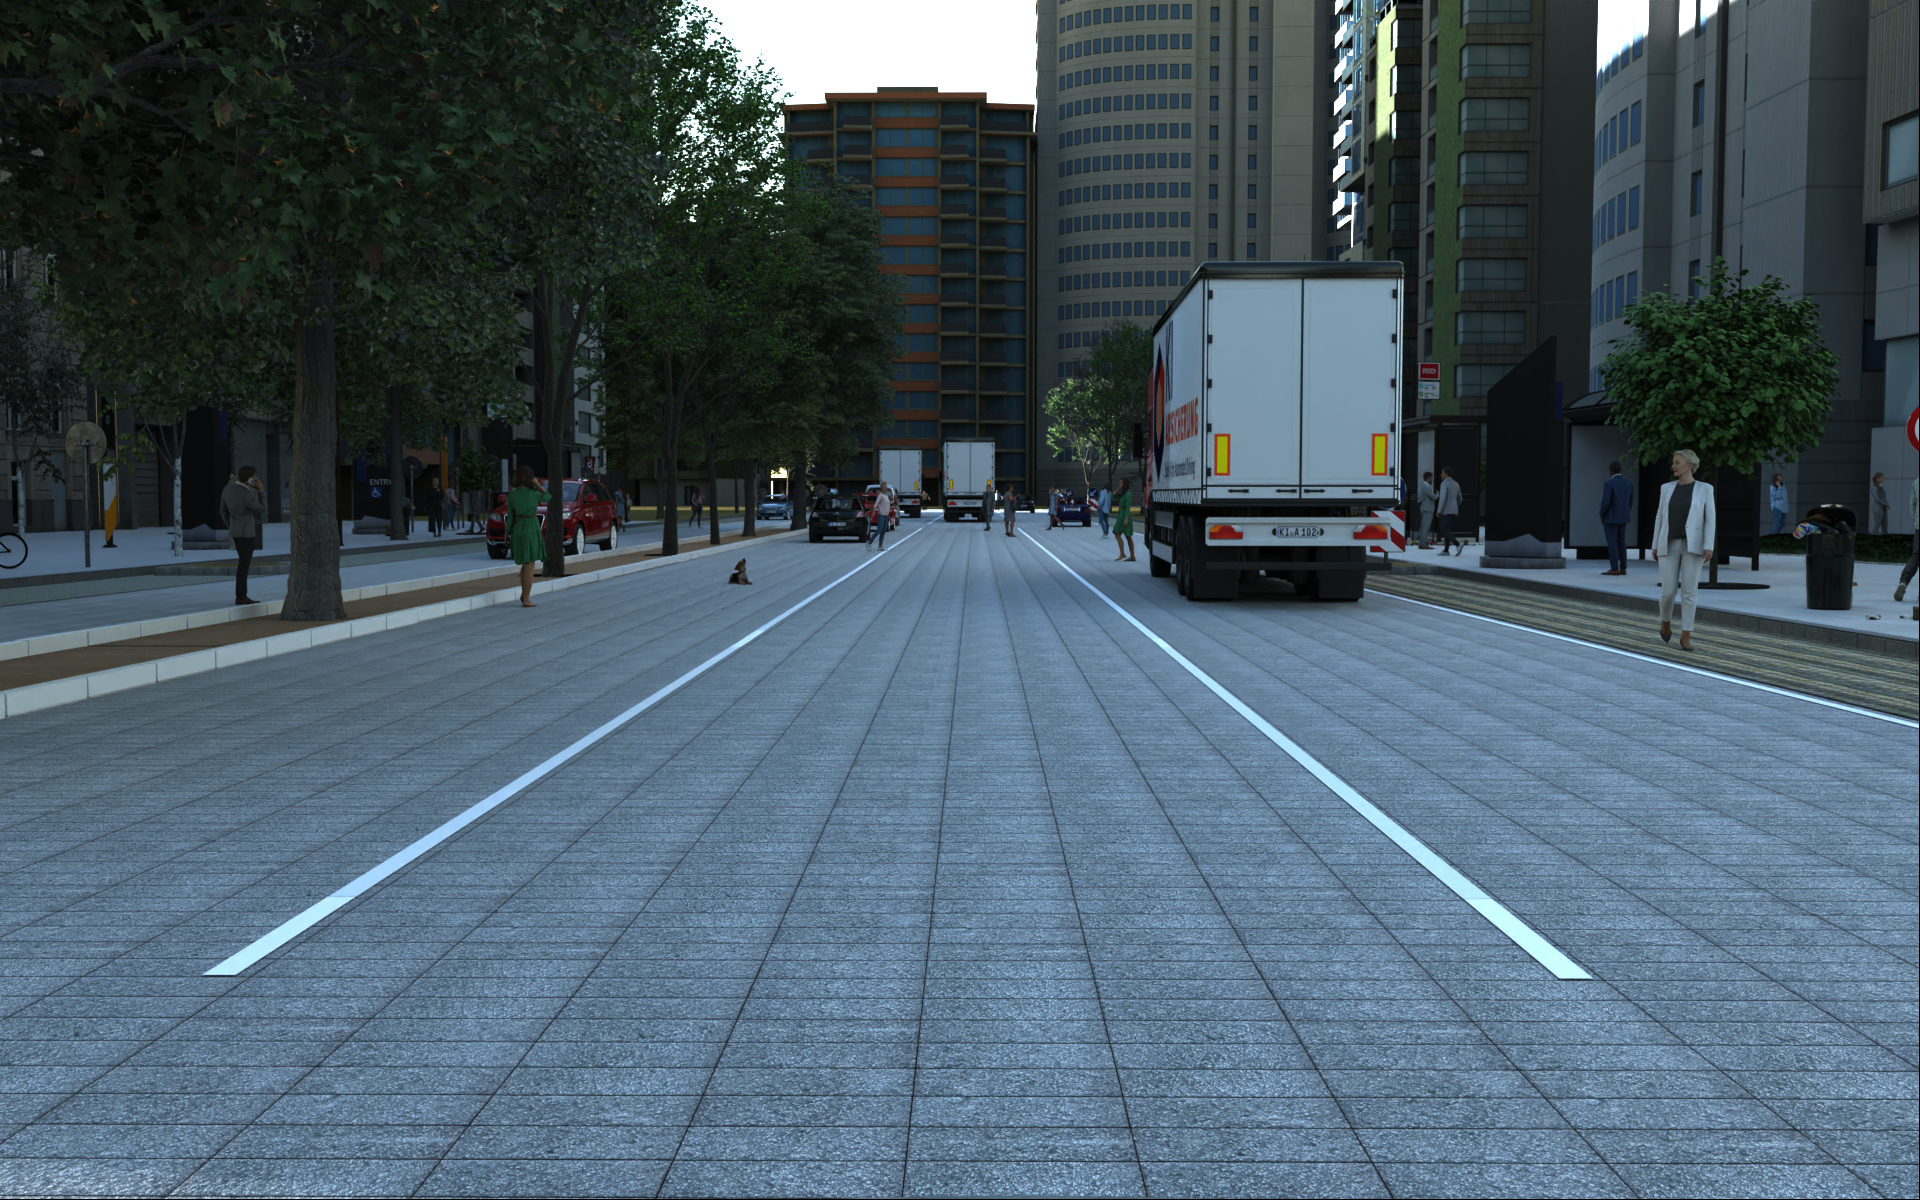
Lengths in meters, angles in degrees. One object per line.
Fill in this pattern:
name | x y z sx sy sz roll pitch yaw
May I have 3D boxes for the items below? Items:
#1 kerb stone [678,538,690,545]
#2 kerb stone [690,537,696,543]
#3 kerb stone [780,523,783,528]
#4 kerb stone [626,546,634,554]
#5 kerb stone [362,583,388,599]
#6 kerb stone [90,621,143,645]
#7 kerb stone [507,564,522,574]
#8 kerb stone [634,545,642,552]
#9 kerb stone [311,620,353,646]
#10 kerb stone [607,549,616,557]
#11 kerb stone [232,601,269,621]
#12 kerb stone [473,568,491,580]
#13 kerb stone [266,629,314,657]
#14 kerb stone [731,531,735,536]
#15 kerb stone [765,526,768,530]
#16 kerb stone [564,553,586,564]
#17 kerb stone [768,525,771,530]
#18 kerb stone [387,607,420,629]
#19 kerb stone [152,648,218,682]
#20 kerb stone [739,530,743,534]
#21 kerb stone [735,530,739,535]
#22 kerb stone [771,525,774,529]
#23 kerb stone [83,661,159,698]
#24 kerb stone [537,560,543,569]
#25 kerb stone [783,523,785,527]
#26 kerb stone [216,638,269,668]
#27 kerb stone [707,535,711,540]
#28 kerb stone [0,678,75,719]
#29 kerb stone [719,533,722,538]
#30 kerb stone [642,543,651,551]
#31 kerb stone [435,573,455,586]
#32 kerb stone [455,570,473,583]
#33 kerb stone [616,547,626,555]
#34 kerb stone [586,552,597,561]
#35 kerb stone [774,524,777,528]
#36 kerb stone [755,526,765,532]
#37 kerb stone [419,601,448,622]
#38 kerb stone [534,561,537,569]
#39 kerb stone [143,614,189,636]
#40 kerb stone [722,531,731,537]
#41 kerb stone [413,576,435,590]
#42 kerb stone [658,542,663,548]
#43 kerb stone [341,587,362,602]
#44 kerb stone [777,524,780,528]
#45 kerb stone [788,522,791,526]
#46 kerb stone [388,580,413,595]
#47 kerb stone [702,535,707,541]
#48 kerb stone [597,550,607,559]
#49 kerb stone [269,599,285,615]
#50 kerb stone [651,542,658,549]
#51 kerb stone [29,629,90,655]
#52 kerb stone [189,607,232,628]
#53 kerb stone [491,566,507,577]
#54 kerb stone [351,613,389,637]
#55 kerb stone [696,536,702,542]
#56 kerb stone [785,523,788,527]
kerb stone | -7.937 -1.676 49.604 0.120 0.150 1.000 0 4 1
kerb stone | -7.931 -1.739 50.632 0.120 0.150 1.000 0 4 1
kerb stone | -7.711 -3.116 73.209 0.120 0.150 1.000 0 4 1
kerb stone | -8.005 -1.175 41.399 0.120 0.150 1.000 0 4 1
kerb stone | -8.164 -0.106 23.933 0.120 0.150 1.000 0 4 1
kerb stone | -8.229 0.333 16.752 0.120 0.150 1.000 0 4 1
kerb stone | -8.101 -0.539 31.121 0.120 0.150 1.000 0 4 1
kerb stone | -8.002 -1.235 42.427 0.120 0.150 1.000 0 4 1
kerb stone | -6.133 0.333 16.744 0.120 0.150 1.000 0 4 1
kerb stone | -8.028 -1.045 39.354 0.120 0.150 1.000 0 4 1
kerb stone | -8.204 0.144 19.833 0.120 0.150 1.000 0 4 1
kerb stone | -8.120 -0.420 29.061 0.120 0.150 1.000 0 4 1
kerb stone | -6.141 0.396 15.717 0.120 0.150 1.000 0 4 1
kerb stone | -7.847 -2.242 58.850 0.120 0.150 1.000 0 4 1
kerb stone | -7.771 -2.796 68.076 0.120 0.150 1.000 0 4 1
kerb stone | -8.060 -0.860 36.264 0.120 0.150 1.000 0 4 1
kerb stone | -7.752 -2.869 69.103 0.120 0.150 1.000 0 4 1
kerb stone | -6.108 0.208 18.794 0.120 0.150 1.000 0 4 1
kerb stone | -6.160 0.521 13.672 0.120 0.150 1.000 0 4 1
kerb stone | -7.835 -2.367 60.895 0.120 0.150 1.000 0 4 1
kerb stone | -7.844 -2.303 59.872 0.120 0.150 1.000 0 4 1
kerb stone | -7.744 -2.929 70.129 0.120 0.150 1.000 0 4 1
kerb stone | -6.169 0.584 12.649 0.120 0.150 1.000 0 4 1
kerb stone | -8.076 -0.672 33.185 0.120 0.150 1.000 0 4 1
kerb stone | -7.705 -3.177 74.246 0.120 0.150 1.000 0 4 1
kerb stone | -6.149 0.459 14.694 0.120 0.150 1.000 0 4 1
kerb stone | -7.894 -1.928 53.723 0.120 0.150 1.000 0 4 1
kerb stone | -6.177 0.646 11.625 0.120 0.150 1.000 0 4 1
kerb stone | -7.871 -2.054 55.772 0.120 0.150 1.000 0 4 1
kerb stone | -7.983 -1.299 43.454 0.120 0.150 1.000 0 4 1
kerb stone | -8.131 -0.295 27.016 0.120 0.150 1.000 0 4 1
kerb stone | -8.130 -0.355 28.038 0.120 0.150 1.000 0 4 1
kerb stone | -8.018 -1.112 40.376 0.120 0.150 1.000 0 4 1
kerb stone | -8.044 -0.924 37.297 0.120 0.150 1.000 0 4 1
kerb stone | -7.736 -2.994 71.153 0.120 0.150 1.000 0 4 1
kerb stone | -7.767 -2.744 67.053 0.120 0.150 1.000 0 4 1
kerb stone | -6.106 0.145 19.825 0.120 0.150 1.000 0 4 1
kerb stone | -8.095 -0.609 32.154 0.120 0.150 1.000 0 4 1
kerb stone | -8.224 0.272 17.774 0.120 0.150 1.000 0 4 1
kerb stone | -7.857 -2.179 57.828 0.120 0.150 1.000 0 4 1
kerb stone | -8.142 -0.232 25.993 0.120 0.150 1.000 0 4 1
kerb stone | -7.973 -1.425 45.502 0.120 0.150 1.000 0 4 1
kerb stone | -8.178 -0.043 22.903 0.120 0.150 1.000 0 4 1
kerb stone | -7.726 -3.057 72.185 0.120 0.150 1.000 0 4 1
kerb stone | -7.688 -3.309 76.299 0.120 0.150 1.000 0 4 1
kerb stone | -8.150 -0.170 24.971 0.120 0.150 1.000 0 4 1
kerb stone | -7.901 -1.863 52.684 0.120 0.150 1.000 0 4 1
kerb stone | -8.040 -0.986 38.324 0.120 0.150 1.000 0 4 1
kerb stone | -8.196 0.082 20.855 0.120 0.150 1.000 0 4 1
kerb stone | -7.981 -1.363 44.480 0.120 0.150 1.000 0 4 1
kerb stone | -8.242 0.396 15.728 0.120 0.150 1.000 0 4 1
kerb stone | -8.212 0.210 18.809 0.120 0.150 1.000 0 4 1
kerb stone | -8.102 -0.482 30.083 0.120 0.150 1.000 0 4 1
kerb stone | -6.121 0.271 17.771 0.120 0.150 1.000 0 4 1
kerb stone | -7.913 -1.802 51.662 0.120 0.150 1.000 0 4 1
kerb stone | -7.698 -3.243 75.270 0.120 0.150 1.000 0 4 1
